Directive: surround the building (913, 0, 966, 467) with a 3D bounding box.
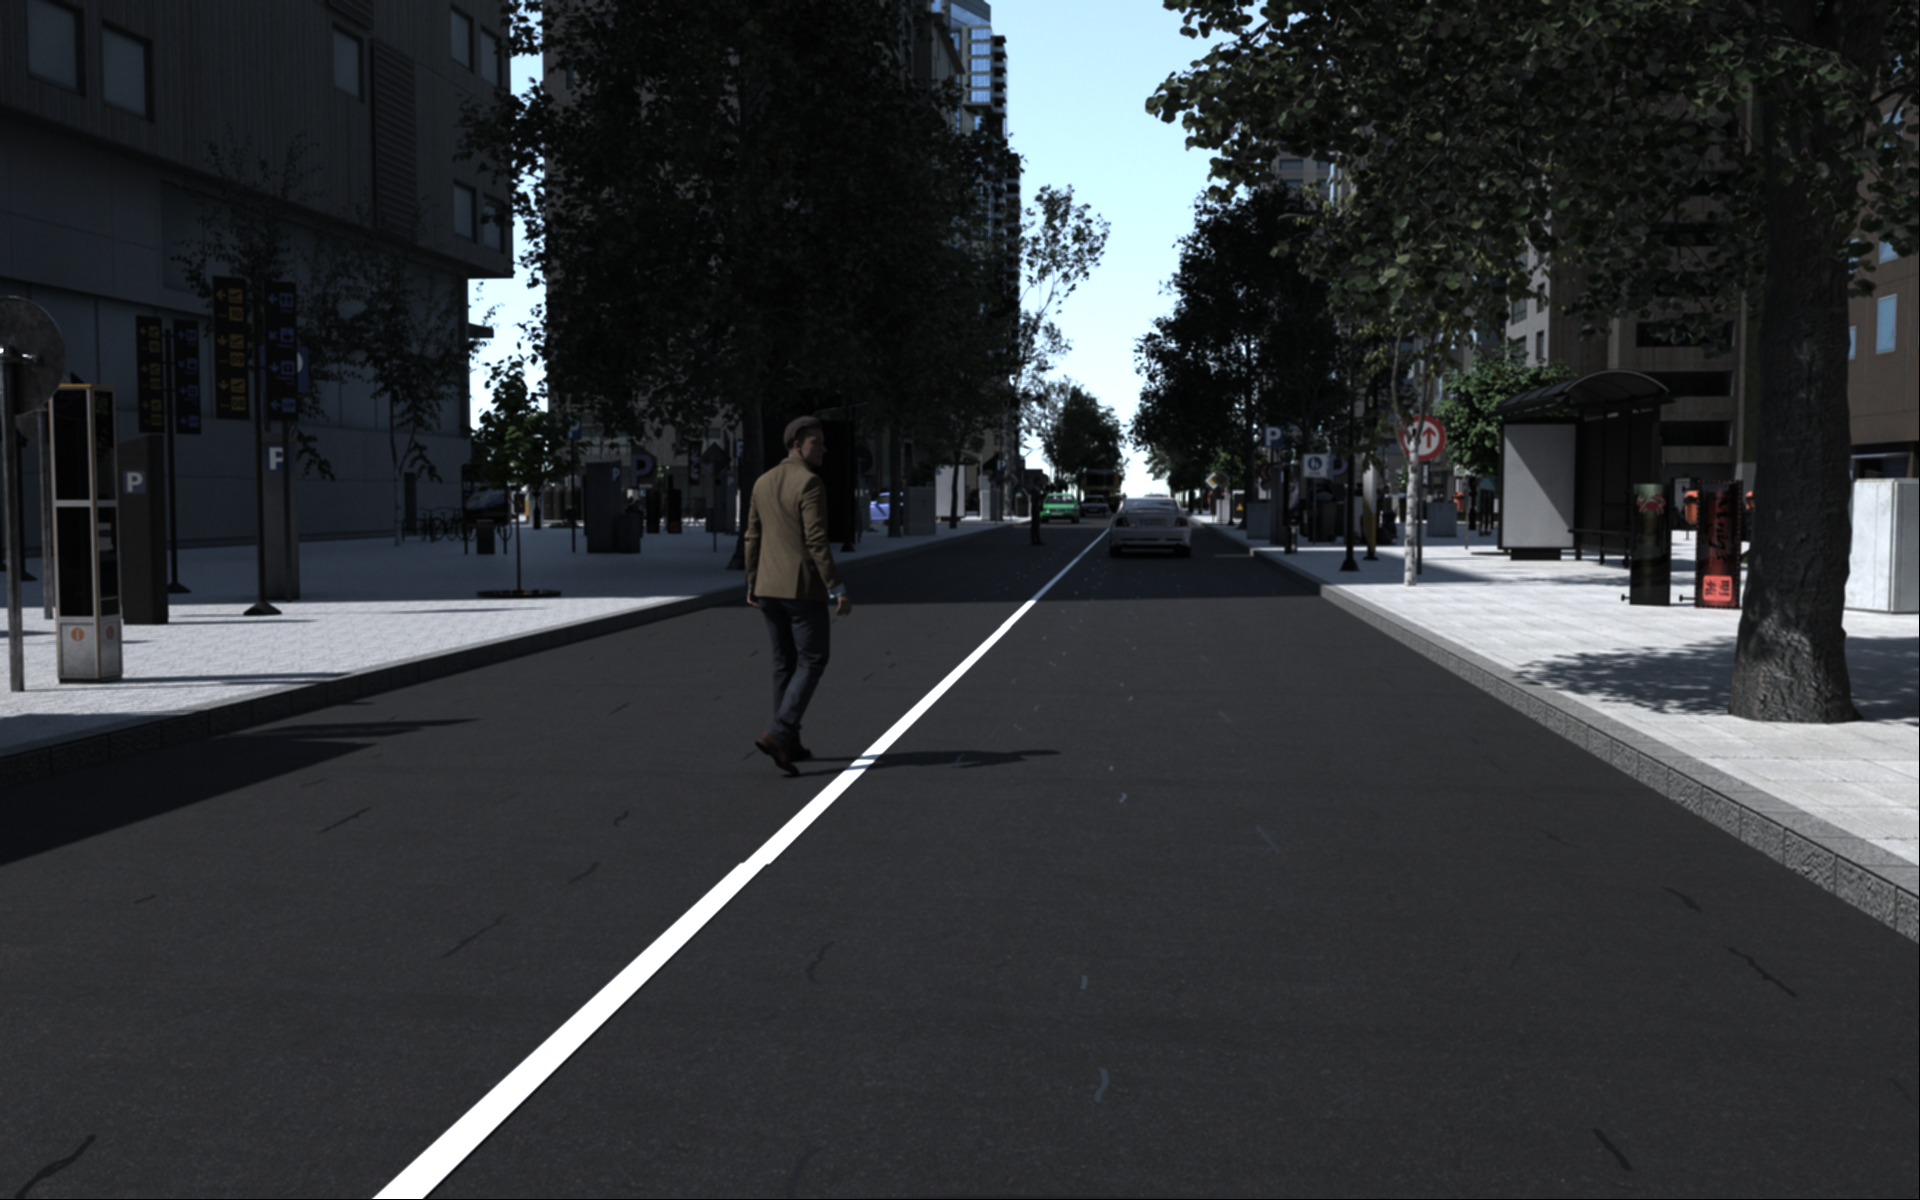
[{"bbox_3d":[-14.790,-36.834,191.474,28.713,52.752,27.495,0,4,6],"label":"building"}]

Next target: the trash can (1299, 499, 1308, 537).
[{"bbox_3d":[10.471,-2.459,51.858,0.748,1.137,0.748,0,3,0],"label":"trash can"}]

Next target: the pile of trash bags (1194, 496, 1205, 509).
[{"bbox_3d":[20.573,-8.224,144.208,1.912,1.369,3.447,0,4,-4],"label":"pile of trash bags"}]

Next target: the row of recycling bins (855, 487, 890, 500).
[{"bbox_3d":[-4.826,-5.842,102.637,3.534,1.692,1.069,0,4,0],"label":"row of recycling bins"}]

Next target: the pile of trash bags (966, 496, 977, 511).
[{"bbox_3d":[1.397,-7.604,134.074,1.912,1.369,3.447,3,5,44],"label":"pile of trash bags"}]

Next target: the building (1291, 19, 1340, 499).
[{"bbox_3d":[50.219,-53.968,195.055,22.319,86.520,31.000,0,4,6],"label":"building"}]

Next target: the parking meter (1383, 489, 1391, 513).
[{"bbox_3d":[22.169,-4.988,89.968,0.372,1.533,0.369,0,3,0],"label":"parking meter"}]

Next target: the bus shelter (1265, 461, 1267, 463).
[{"bbox_3d":[19.262,-7.458,113.216,1.731,3.624,6.357,0,4,6],"label":"bus shelter"}]

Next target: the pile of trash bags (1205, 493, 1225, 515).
[{"bbox_3d":[16.123,-5.824,104.969,1.912,1.369,3.447,0,4,2],"label":"pile of trash bags"}]

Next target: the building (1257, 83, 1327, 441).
[{"bbox_3d":[60.076,-52.569,297.760,20.563,71.187,20.611,0,4,6],"label":"building"}]

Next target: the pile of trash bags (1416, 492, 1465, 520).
[{"bbox_3d":[23.304,-4.508,83.460,1.912,1.369,3.447,-1,4,-15],"label":"pile of trash bags"}]

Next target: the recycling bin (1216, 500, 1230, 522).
[{"bbox_3d":[12.165,-4.097,79.546,0.722,1.027,0.722,1,4,13],"label":"recycling bin"}]

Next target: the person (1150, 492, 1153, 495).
[{"bbox_3d":[30.492,-16.424,276.903,0.709,1.838,0.599,-2,4,-33],"label":"person"}]

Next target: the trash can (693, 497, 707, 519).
[{"bbox_3d":[-13.446,-4.768,89.607,0.748,1.137,0.748,0,3,0],"label":"trash can"}]

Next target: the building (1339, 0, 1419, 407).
[{"bbox_3d":[46.971,-38.169,166.057,21.231,58.520,28.212,0,4,6],"label":"building"}]

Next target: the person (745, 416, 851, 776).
[{"bbox_3d":[-0.855,-0.039,9.043,0.656,1.842,0.836,1,4,13],"label":"person"}]

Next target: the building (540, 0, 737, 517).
[{"bbox_3d":[-15.575,-25.597,102.113,14.154,41.232,14.086,0,4,6],"label":"building"}]

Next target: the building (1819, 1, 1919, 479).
[{"bbox_3d":[32.411,-24.215,46.034,14.600,45.320,14.200,0,4,6],"label":"building"}]

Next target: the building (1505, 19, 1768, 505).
[{"bbox_3d":[38.086,-19.696,93.727,14.107,30.474,14.160,0,4,6],"label":"building"}]

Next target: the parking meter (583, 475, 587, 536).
[{"bbox_3d":[-11.343,-2.905,53.213,0.255,1.863,0.399,3,5,43],"label":"parking meter"}]

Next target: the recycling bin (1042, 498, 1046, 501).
[{"bbox_3d":[6.426,-7.327,132.344,0.722,1.027,0.722,1,4,11],"label":"recycling bin"}]

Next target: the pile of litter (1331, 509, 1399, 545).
[{"bbox_3d":[10.246,-1.835,43.969,1.719,0.858,1.176,0,4,8],"label":"pile of litter"}]

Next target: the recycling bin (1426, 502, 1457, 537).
[{"bbox_3d":[14.462,-2.411,51.980,0.722,1.027,0.722,0,4,-3],"label":"recycling bin"}]

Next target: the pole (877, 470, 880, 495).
[{"bbox_3d":[-6.799,-9.236,144.850,0.158,3.312,0.155,0,3,0],"label":"pole"}]

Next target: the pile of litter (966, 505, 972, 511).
[{"bbox_3d":[0.147,-7.103,130.097,1.719,0.858,1.176,1,4,9],"label":"pile of litter"}]

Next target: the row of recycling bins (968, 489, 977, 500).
[{"bbox_3d":[1.119,-8.186,140.952,1.069,1.692,3.534,0,4,2],"label":"row of recycling bins"}]

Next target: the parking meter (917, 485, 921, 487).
[{"bbox_3d":[-2.788,-6.781,116.585,0.255,1.863,0.399,0,4,8],"label":"parking meter"}]

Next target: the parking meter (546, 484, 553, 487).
[{"bbox_3d":[-28.297,-6.957,119.454,0.255,1.863,0.399,1,4,11],"label":"parking meter"}]

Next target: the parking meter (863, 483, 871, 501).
[{"bbox_3d":[-4.853,-5.192,90.595,0.399,1.863,0.255,1,4,8],"label":"parking meter"}]

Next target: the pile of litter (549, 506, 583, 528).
[{"bbox_3d":[-14.898,-3.148,65.429,1.176,0.858,1.719,-2,4,-25],"label":"pile of litter"}]

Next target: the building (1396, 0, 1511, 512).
[{"bbox_3d":[46.365,-31.217,129.998,23.786,49.044,30.456,0,4,6],"label":"building"}]

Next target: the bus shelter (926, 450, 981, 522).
[{"bbox_3d":[-0.246,-5.375,81.812,2.014,3.302,5.546,0,4,6],"label":"bus shelter"}]

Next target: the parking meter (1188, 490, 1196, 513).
[{"bbox_3d":[15.806,-6.735,118.531,0.372,1.533,0.369,0,3,0],"label":"parking meter"}]

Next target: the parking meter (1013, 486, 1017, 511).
[{"bbox_3d":[3.677,-6.504,112.047,0.399,1.863,0.255,3,5,43],"label":"parking meter"}]

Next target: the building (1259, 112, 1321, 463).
[{"bbox_3d":[57.962,-44.728,273.298,21.231,58.520,28.212,0,4,6],"label":"building"}]

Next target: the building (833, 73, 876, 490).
[{"bbox_3d":[-14.017,-28.987,124.050,14.600,45.320,14.200,0,4,6],"label":"building"}]

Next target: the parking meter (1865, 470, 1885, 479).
[{"bbox_3d":[22.014,-2.201,41.704,0.255,1.863,0.399,-2,4,-24],"label":"parking meter"}]

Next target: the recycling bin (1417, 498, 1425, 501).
[{"bbox_3d":[32.956,-6.829,124.202,0.722,1.027,0.722,1,4,21],"label":"recycling bin"}]

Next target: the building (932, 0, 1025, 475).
[{"bbox_3d":[0.436,-60.215,297.179,22.319,86.520,31.000,0,4,6],"label":"building"}]

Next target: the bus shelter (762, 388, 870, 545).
[{"bbox_3d":[-3.468,-3.031,40.837,1.731,3.624,6.357,0,4,6],"label":"bus shelter"}]

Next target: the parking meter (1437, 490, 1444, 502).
[{"bbox_3d":[27.560,-5.560,99.322,0.372,1.533,0.369,0,3,0],"label":"parking meter"}]

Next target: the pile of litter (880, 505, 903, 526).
[{"bbox_3d":[-2.662,-3.456,70.471,1.176,0.858,1.719,3,5,43],"label":"pile of litter"}]

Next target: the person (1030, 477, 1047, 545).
[{"bbox_3d":[2.232,-2.525,49.138,0.474,1.900,0.648,0,4,4],"label":"person"}]

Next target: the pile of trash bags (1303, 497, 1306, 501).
[{"bbox_3d":[28.928,-8.482,148.436,3.447,1.369,1.912,1,4,21],"label":"pile of trash bags"}]

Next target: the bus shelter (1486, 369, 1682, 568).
[{"bbox_3d":[10.912,-2.256,30.811,2.014,3.302,5.546,0,4,6],"label":"bus shelter"}]

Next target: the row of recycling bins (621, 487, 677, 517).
[{"bbox_3d":[-17.090,-5.375,94.990,3.534,1.692,1.069,1,4,10],"label":"row of recycling bins"}]

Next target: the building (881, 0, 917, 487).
[{"bbox_3d":[-13.063,-44.525,166.232,20.563,71.187,20.611,0,4,6],"label":"building"}]

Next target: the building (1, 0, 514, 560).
[{"bbox_3d":[-29.558,-27.953,46.274,27.495,52.752,28.713,0,4,6],"label":"building"}]

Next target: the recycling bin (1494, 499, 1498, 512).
[{"bbox_3d":[27.562,-4.680,89.079,0.722,1.027,0.722,1,4,12],"label":"recycling bin"}]

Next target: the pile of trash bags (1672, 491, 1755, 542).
[{"bbox_3d":[21.187,-2.296,47.298,1.912,1.369,3.447,-2,4,-25],"label":"pile of trash bags"}]

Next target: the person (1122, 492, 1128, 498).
[{"bbox_3d":[23.156,-14.293,242.871,1.217,1.739,0.721,-3,5,-40],"label":"person"}]

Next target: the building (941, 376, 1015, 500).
[{"bbox_3d":[-6.240,-25.972,269.677,27.650,21.520,28.899,0,4,6],"label":"building"}]

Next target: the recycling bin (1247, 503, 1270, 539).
[{"bbox_3d":[8.630,-2.253,49.386,0.722,1.027,0.722,2,4,30],"label":"recycling bin"}]

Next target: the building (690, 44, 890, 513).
[{"bbox_3d":[-13.790,-28.305,146.378,14.154,41.232,14.086,0,4,6],"label":"building"}]

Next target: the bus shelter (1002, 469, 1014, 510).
[{"bbox_3d":[2.442,-7.517,116.822,2.014,3.302,5.546,0,4,6],"label":"bus shelter"}]

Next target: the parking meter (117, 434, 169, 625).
[{"bbox_3d":[-8.046,-0.692,17.028,0.399,1.863,0.255,0,4,5],"label":"parking meter"}]
